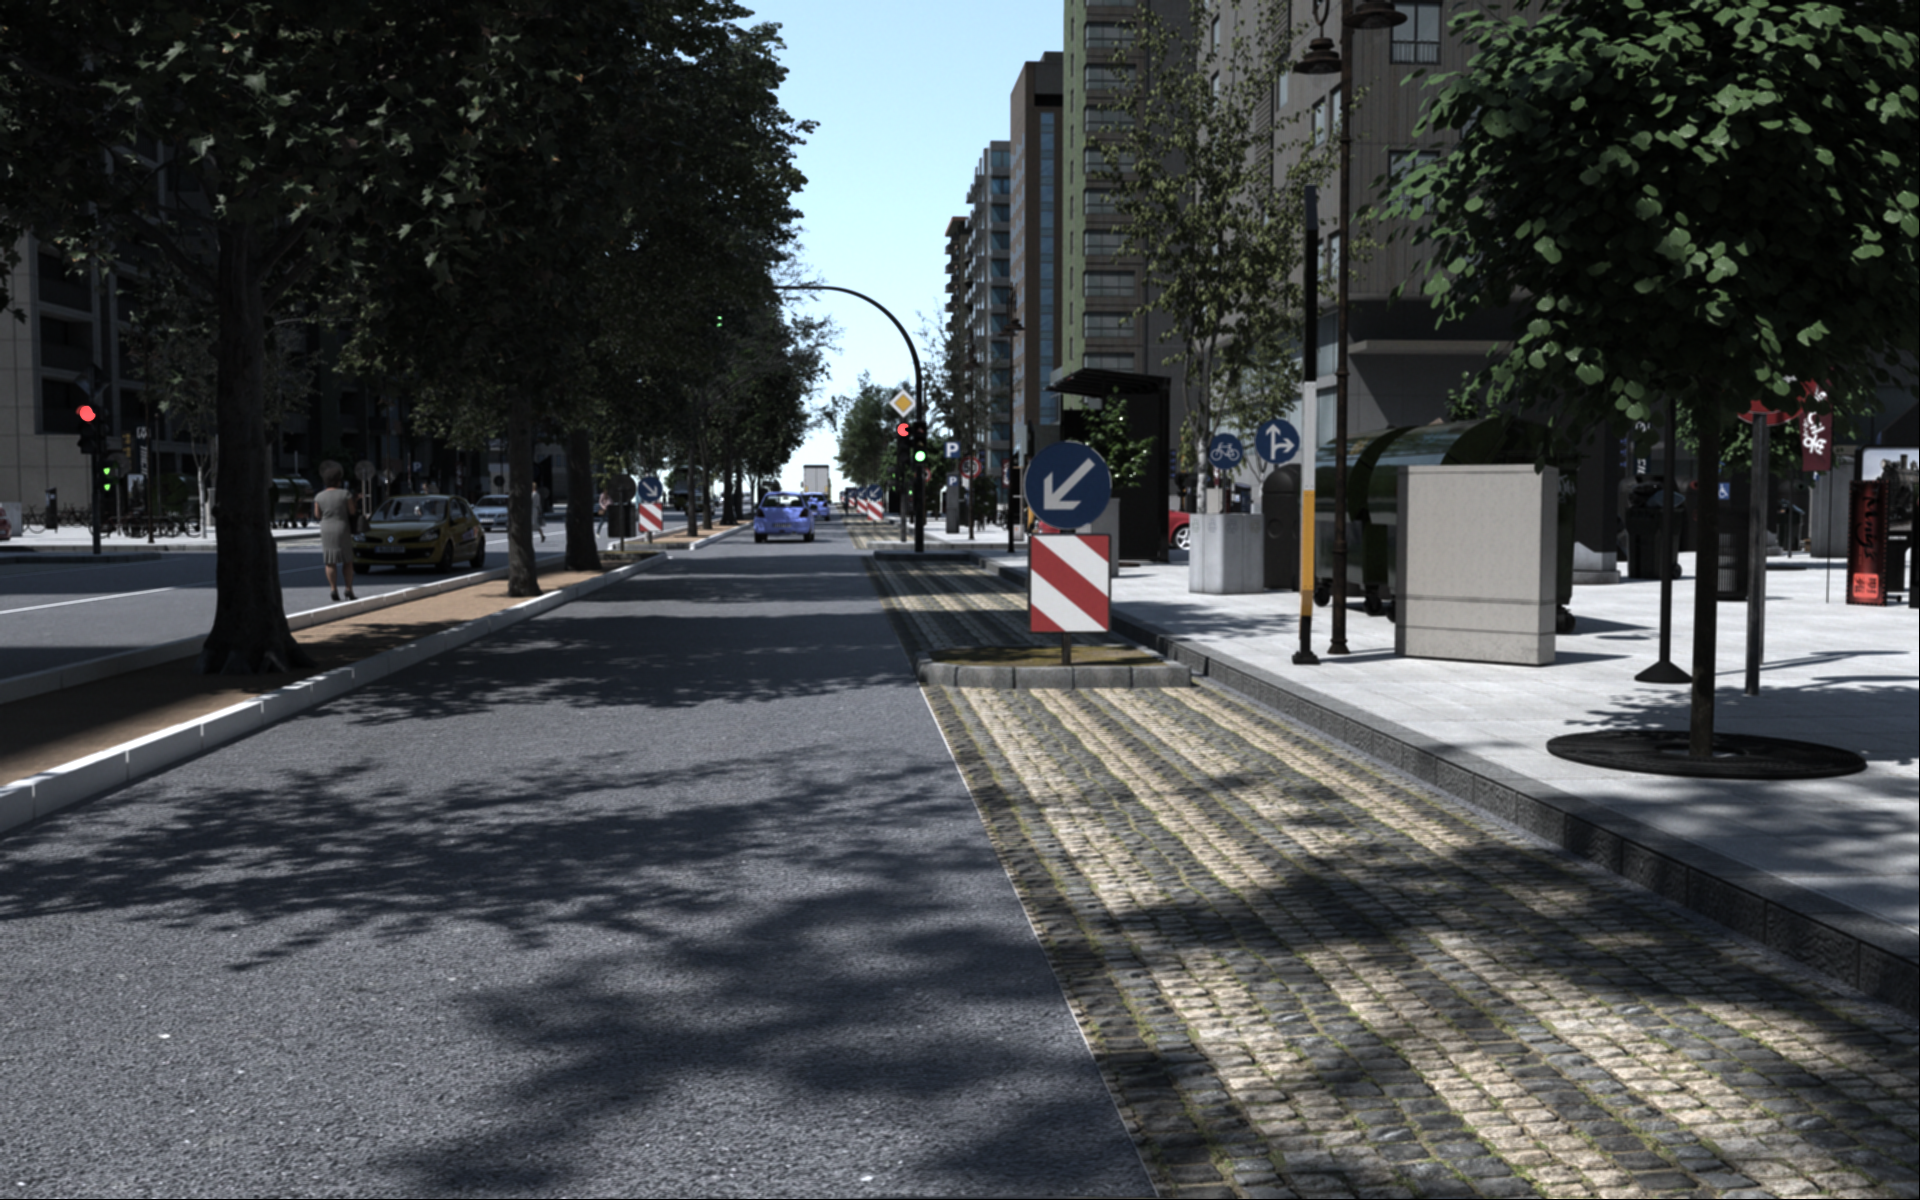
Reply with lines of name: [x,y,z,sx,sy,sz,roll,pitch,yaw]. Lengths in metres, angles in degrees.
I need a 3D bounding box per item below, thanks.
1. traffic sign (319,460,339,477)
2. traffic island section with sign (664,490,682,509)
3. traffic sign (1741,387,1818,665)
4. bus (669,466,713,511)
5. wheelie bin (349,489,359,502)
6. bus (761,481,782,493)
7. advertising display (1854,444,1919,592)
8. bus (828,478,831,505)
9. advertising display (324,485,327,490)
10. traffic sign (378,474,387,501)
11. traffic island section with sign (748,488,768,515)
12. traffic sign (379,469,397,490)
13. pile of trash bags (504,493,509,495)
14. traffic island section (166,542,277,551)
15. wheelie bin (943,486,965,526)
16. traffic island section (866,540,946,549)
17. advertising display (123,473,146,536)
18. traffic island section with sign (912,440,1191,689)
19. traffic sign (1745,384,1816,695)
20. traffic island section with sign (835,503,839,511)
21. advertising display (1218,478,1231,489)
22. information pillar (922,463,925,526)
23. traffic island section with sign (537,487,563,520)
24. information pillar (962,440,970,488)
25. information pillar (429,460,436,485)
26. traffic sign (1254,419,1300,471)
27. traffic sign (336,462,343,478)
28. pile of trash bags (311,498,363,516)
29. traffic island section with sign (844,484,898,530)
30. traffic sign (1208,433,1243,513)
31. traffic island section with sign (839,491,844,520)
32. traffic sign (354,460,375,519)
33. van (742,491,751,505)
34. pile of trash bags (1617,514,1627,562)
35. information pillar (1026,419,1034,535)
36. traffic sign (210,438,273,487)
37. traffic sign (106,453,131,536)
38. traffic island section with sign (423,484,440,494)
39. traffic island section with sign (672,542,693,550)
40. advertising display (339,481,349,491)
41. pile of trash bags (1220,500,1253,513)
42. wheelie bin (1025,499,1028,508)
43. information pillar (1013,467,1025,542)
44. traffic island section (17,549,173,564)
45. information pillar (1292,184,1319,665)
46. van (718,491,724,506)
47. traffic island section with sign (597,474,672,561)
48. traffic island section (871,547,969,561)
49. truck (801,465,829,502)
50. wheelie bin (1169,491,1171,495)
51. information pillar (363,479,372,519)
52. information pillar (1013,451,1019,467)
traffic sign: [-23.451,-3.932,64.390,0.768,2.556,0.104,0,4,1]
traffic island section with sign: [-28.547,-9.966,171.576,1.989,1.847,2.006,0,4,-4]
traffic sign: [5.987,-0.784,12.924,0.768,2.556,0.104,0,4,1]
bus: [-23.568,-9.870,152.928,2.896,3.916,12.252,0,4,-4]
wheelie bin: [-41.574,-6.772,118.632,0.693,1.594,0.980,2,4,23]
bus: [-25.825,-14.769,236.334,2.948,3.499,13.247,0,4,-6]
advertising display: [12.147,-1.063,22.597,0.974,1.923,0.123,0,4,-4]
bus: [-18.685,-14.749,232.692,2.896,3.916,12.252,0,4,-5]
advertising display: [-35.230,-5.633,97.320,0.974,1.923,0.123,0,4,-5]
traffic sign: [-29.133,-5.225,87.563,0.606,2.300,0.079,0,4,4]
traffic island section with sign: [-13.681,-6.861,120.321,2.006,1.907,1.989,0,4,-4]
traffic sign: [-25.365,-4.625,76.808,0.795,2.450,0.064,0,4,0]
pile of trash bags: [-30.947,-6.362,113.775,3.447,1.369,1.912,-3,5,-45]
traffic island section: [-19.026,-1.384,44.916,2.009,0.180,2.903,0,4,-4]
wheelie bin: [-0.116,-3.820,70.371,0.980,1.594,0.693,-2,4,-29]
traffic island section: [-1.484,-1.464,46.224,2.009,0.180,2.903,0,4,-4]
advertising display: [-25.245,-2.923,53.003,0.123,1.923,0.974,0,4,5]
traffic island section with sign: [0.639,-0.304,13.601,1.989,1.847,2.006,0,4,-4]
traffic sign: [5.063,-0.666,10.993,0.768,2.556,0.104,0,4,4]
traffic island section with sign: [-9.201,-8.313,144.552,1.989,1.847,2.006,0,4,-4]
advertising display: [10.705,-3.964,70.031,0.123,1.923,0.974,2,4,34]
information pillar: [-1.597,-4.825,70.235,0.183,3.616,0.504,2,4,24]
traffic island section with sign: [-22.773,-5.260,94.636,1.989,1.847,2.006,0,4,-4]
information pillar: [0.302,-4.885,71.221,0.504,3.616,0.183,2,4,29]
information pillar: [-36.295,-7.822,119.249,0.183,3.616,0.504,3,4,38]
traffic sign: [5.371,-1.794,29.431,0.768,2.556,0.104,0,4,5]
traffic sign: [-24.561,-4.147,67.909,0.768,2.556,0.104,0,4,0]
pile of trash bags: [-33.910,-5.165,94.200,1.912,1.369,3.447,2,4,29]
traffic island section with sign: [-3.506,-3.674,68.704,1.989,1.847,2.006,0,4,-4]
traffic sign: [5.540,-2.214,36.306,0.768,2.556,0.104,0,4,-1]
traffic island section with sign: [-5.521,-5.325,95.688,1.989,1.847,2.006,0,4,-4]
traffic sign: [-22.412,-3.983,65.220,0.768,2.556,0.104,0,4,-1]
van: [-28.658,-13.800,232.637,2.013,2.044,4.112,0,4,-5]
pile of trash bags: [12.394,-1.505,34.366,1.912,1.369,3.447,2,4,25]
information pillar: [2.213,-3.826,53.918,0.183,3.616,0.504,-1,4,-11]
traffic sign: [-25.818,-4.181,62.229,2.265,3.308,0.079,0,4,3]
traffic sign: [-25.879,-3.250,53.244,0.768,2.556,0.104,0,4,-3]
traffic island section with sign: [-20.753,-3.616,67.756,1.989,1.847,2.006,0,4,-4]
traffic island section with sign: [-8.043,-2.279,45.393,2.006,1.907,1.989,0,4,-4]
advertising display: [-29.593,-4.784,83.436,0.123,1.923,0.974,0,4,-7]
pile of trash bags: [11.089,-3.377,64.961,1.912,1.369,3.447,3,5,39]
wheelie bin: [2.517,-3.884,71.418,0.980,1.594,0.693,-3,5,-44]
information pillar: [1.565,-2.591,46.859,0.304,2.012,0.304,1,4,17]
traffic island section: [-18.428,-0.897,36.953,2.009,0.180,2.903,0,4,-4]
information pillar: [2.613,-1.323,12.984,0.183,3.616,0.504,1,4,9]
van: [-28.816,-12.635,213.595,2.013,2.044,4.112,0,4,-5]
traffic island section with sign: [-7.498,-1.827,38.006,2.006,1.907,1.989,0,4,-4]
traffic island section: [-0.886,-0.977,38.261,2.009,0.180,2.903,0,4,-4]
truck: [-14.339,-11.198,171.994,2.839,4.237,11.283,0,4,-6]
wheelie bin: [9.894,-4.676,84.367,0.693,1.594,0.980,1,4,22]
information pillar: [-24.631,-4.127,71.973,0.304,2.012,0.304,-1,4,-10]
information pillar: [2.964,-6.258,93.670,0.504,3.616,0.183,2,4,26]
